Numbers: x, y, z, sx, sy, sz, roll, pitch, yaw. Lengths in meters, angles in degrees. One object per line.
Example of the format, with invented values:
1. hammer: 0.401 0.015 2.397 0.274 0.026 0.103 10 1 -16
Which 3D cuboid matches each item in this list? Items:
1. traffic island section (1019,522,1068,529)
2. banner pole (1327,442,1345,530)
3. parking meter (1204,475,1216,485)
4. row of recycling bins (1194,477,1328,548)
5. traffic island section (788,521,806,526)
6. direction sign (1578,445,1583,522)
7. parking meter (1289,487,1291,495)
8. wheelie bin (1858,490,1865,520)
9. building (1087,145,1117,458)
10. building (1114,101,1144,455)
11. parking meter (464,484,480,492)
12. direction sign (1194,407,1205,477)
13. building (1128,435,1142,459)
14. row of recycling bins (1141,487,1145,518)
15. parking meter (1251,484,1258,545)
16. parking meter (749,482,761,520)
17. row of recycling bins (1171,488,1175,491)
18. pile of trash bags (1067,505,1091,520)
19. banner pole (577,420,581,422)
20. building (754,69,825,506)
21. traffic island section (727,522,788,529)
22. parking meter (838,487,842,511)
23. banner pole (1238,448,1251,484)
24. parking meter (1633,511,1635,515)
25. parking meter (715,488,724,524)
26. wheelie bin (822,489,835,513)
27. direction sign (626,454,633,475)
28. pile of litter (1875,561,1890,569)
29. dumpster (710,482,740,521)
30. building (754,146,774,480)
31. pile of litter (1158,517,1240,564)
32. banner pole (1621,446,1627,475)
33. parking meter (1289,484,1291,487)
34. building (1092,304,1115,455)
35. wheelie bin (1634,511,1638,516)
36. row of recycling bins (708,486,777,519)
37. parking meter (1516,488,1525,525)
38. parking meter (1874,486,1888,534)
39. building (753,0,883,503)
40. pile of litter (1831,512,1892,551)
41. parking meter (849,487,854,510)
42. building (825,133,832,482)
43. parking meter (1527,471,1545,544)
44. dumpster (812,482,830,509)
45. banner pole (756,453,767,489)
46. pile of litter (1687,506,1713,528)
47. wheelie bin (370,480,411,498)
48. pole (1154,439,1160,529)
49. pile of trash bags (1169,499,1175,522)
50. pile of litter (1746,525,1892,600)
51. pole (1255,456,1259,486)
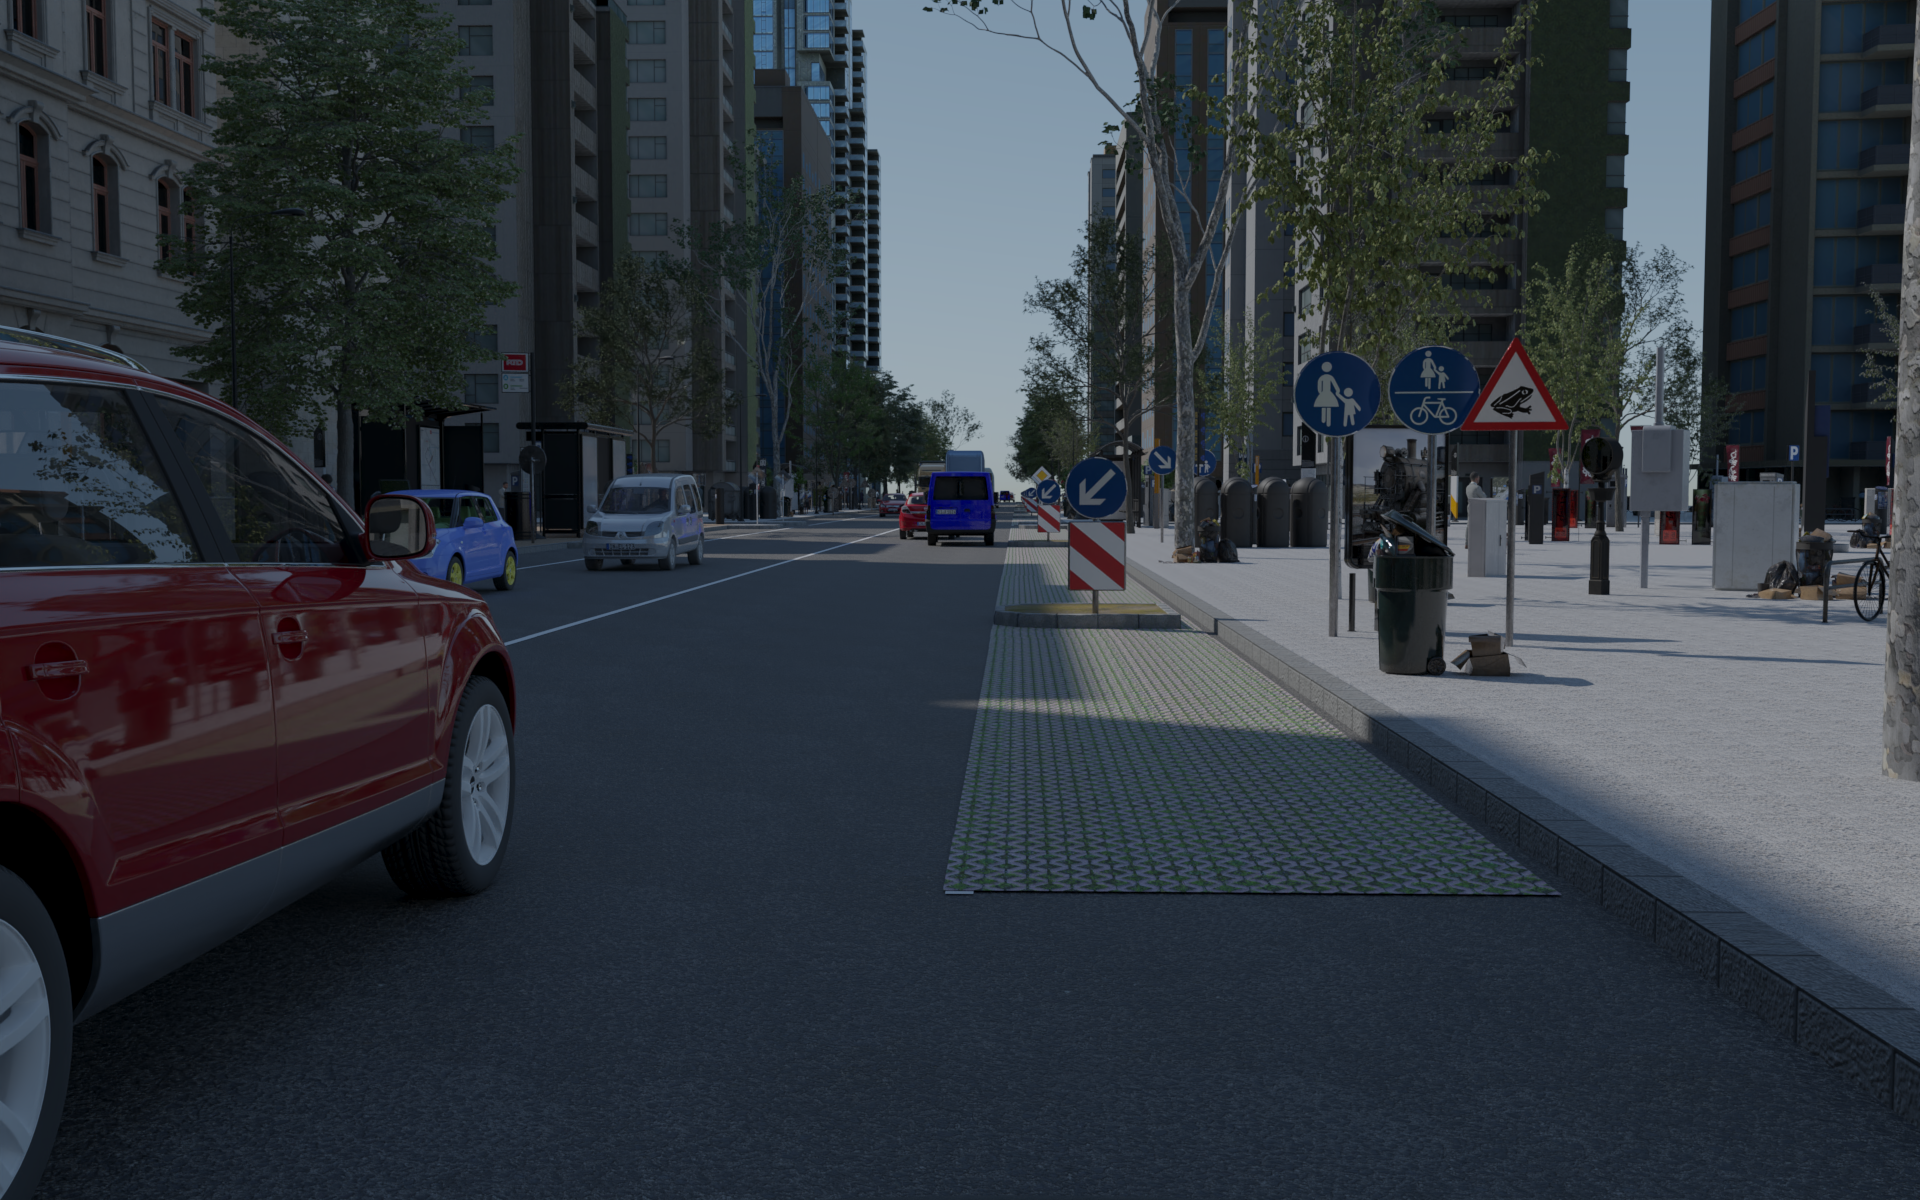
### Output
1. traffic island section: 3.440 -3.034 71.883 2.009 0.180 2.903 0 4 2
2. banner pole: 13.386 -4.397 61.904 0.863 3.779 0.401 0 4 7
3. parking meter: 7.362 -2.783 51.216 0.255 1.863 0.399 -2 4 -27
4. row of recycling bins: 7.127 -2.119 41.759 3.534 1.692 1.069 0 4 -7
5. traffic island section: -8.230 -3.546 80.263 2.009 0.180 2.903 0 4 2
6. direction sign: 28.877 -5.427 80.734 0.379 3.537 0.876 2 4 23
7. parking meter: 11.356 -3.102 59.133 0.372 1.533 0.369 0 3 0
8. wheelie bin: 44.756 -4.744 85.469 0.693 1.594 0.980 3 4 38
9. building: 32.433 -46.240 298.029 21.231 58.520 28.212 0 4 2
10. building: 30.043 -35.849 209.835 21.300 48.544 21.600 0 4 2
11. parking meter: -12.166 -2.129 43.220 0.372 1.533 0.369 0 3 0
12. direction sign: 6.259 -3.273 45.504 0.379 3.537 0.876 2 4 29
13. building: 29.812 -53.179 182.149 22.319 86.520 31.000 0 4 2
14. row of recycling bins: 8.647 -5.390 95.237 3.534 1.692 1.069 2 4 33
15. parking meter: 7.386 -2.183 44.102 0.372 1.533 0.369 0 3 0
16. parking meter: -10.111 -4.834 84.751 0.255 1.863 0.399 2 4 33
17. row of recycling bins: 15.398 -6.842 118.981 1.069 1.692 3.534 -1 4 -15
18. pile of trash bags: 6.555 -4.729 87.069 1.912 1.369 3.447 0 4 -7
19. banner pole: -12.655 -4.199 58.663 0.863 3.779 0.401 -1 4 -14
20. building: -23.031 -32.844 187.110 14.600 45.320 14.200 0 4 2
21. traffic island section: -8.495 -3.058 72.282 2.009 0.180 2.903 0 4 2
22. parking meter: -9.357 -7.866 134.320 0.255 1.863 0.399 3 4 37
23. banner pole: 13.662 -5.676 82.813 0.863 3.779 0.401 2 4 33
24. parking meter: 40.572 -6.004 103.871 0.255 1.863 0.399 -1 4 -11
25. parking meter: -10.155 -3.964 73.224 0.372 1.533 0.369 0 3 0
26. wheelie bin: -9.770 -7.457 129.836 0.693 1.594 0.980 -1 4 -12
27. direction sign: -18.827 -6.443 97.339 0.876 3.537 0.379 -1 4 -15
28. pile of litter: 16.278 -0.938 29.308 1.176 0.858 1.719 0 4 5
29. dumpster: -11.309 -4.749 83.406 1.264 1.857 1.865 0 4 2
30. building: -32.625 -29.149 168.474 32.217 40.220 23.993 0 4 2
31. pile of litter: 4.502 -1.134 32.508 1.719 0.858 1.176 -1 4 -10
32. banner pole: 34.770 -6.176 90.987 0.401 3.779 0.863 1 4 18
33. parking meter: 18.919 -5.759 99.877 0.255 1.863 0.399 0 4 7
34. building: 28.717 -30.859 276.249 14.160 30.474 14.107 0 4 2
35. wheelie bin: 40.142 -5.760 102.081 0.693 1.594 0.980 -3 5 -42
36. row of recycling bins: -11.121 -4.990 88.695 3.534 1.692 1.069 -1 4 -21
37. parking meter: 22.919 -3.823 70.920 0.372 1.533 0.369 0 3 0
38. parking meter: 29.323 -2.858 55.140 0.372 1.533 0.369 0 3 0
39. building: -23.474 -59.966 293.113 22.319 86.520 31.000 0 4 2
40. pile of litter: 21.892 -1.660 41.107 1.719 0.858 1.176 -1 4 -15
41. parking meter: -8.867 -8.297 141.361 0.255 1.863 0.399 3 5 41
42. building: -22.596 -33.754 201.988 14.600 45.320 14.200 0 4 2
43. parking meter: 14.697 -2.355 44.217 0.399 1.863 0.255 1 4 14
44. dumpster: -10.780 -8.117 135.210 1.502 2.255 1.985 0 4 2
45. banner pole: -12.110 -7.051 105.301 0.863 3.779 0.401 -2 4 -35
46. pile of litter: 28.927 -3.227 66.726 1.176 0.858 1.719 1 4 10
47. wheelie bin: -12.425 -1.840 37.985 0.980 1.594 0.693 -2 4 -31
48. pole: 7.266 -4.281 63.830 0.158 3.312 0.155 0 3 0
49. pile of trash bags: 11.278 -4.287 79.845 3.447 1.369 1.912 0 4 -8
50. pile of litter: 10.612 -0.447 21.280 1.719 0.858 1.176 2 4 25
51. pole: 15.853 -6.029 92.420 0.158 3.312 0.155 0 3 0
